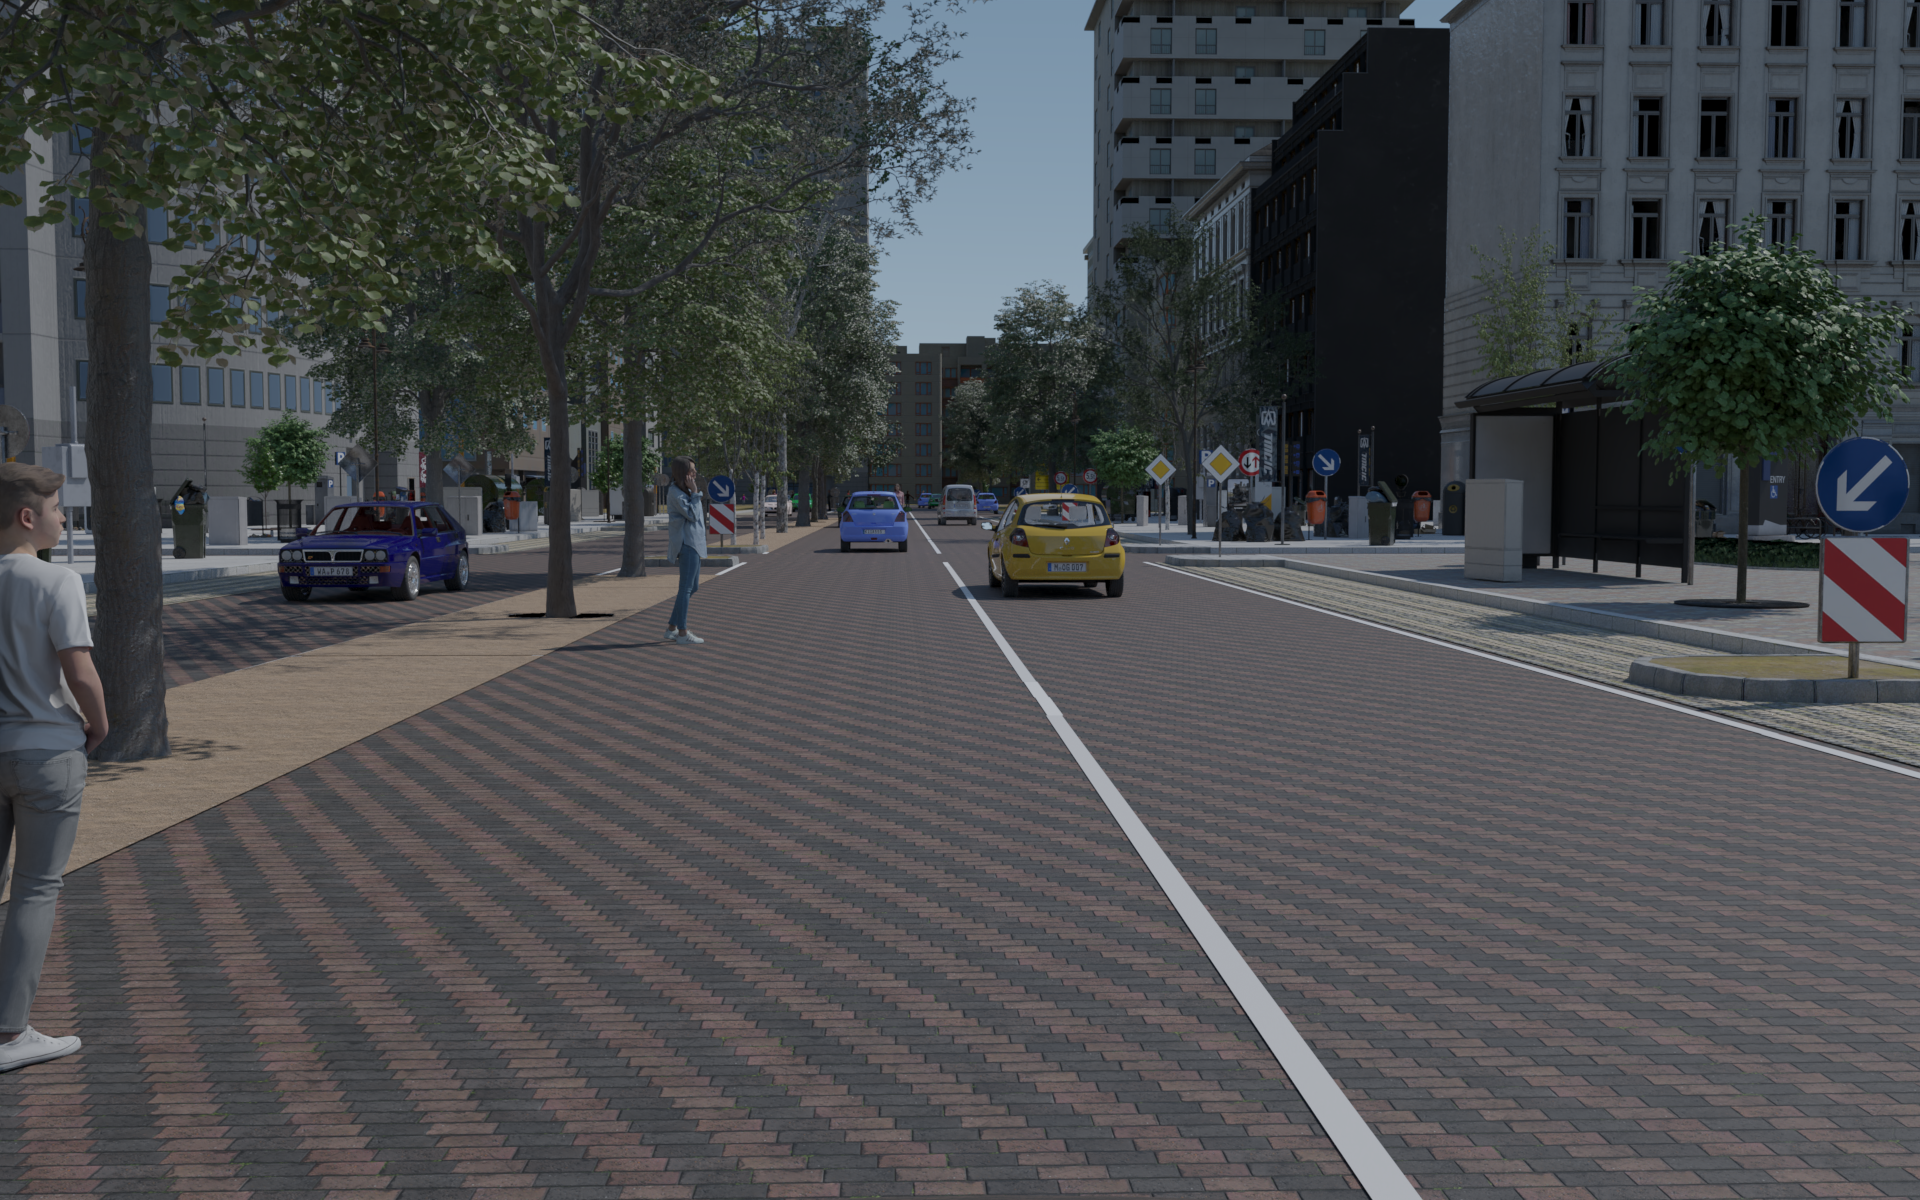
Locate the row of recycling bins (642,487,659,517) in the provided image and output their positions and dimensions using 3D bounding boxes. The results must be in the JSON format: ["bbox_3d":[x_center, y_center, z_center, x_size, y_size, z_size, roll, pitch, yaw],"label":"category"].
[{"bbox_3d":[-20.306,-6.477,113.015,1.069,1.692,3.534,0,4,-3],"label":"row of recycling bins"}]

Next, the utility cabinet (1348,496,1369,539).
[{"bbox_3d":[11.553,-2.384,50.139,0.306,1.237,1.020,2,4,31],"label":"utility cabinet"}]

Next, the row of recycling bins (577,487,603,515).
[{"bbox_3d":[-23.519,-6.026,105.633,3.534,1.692,1.069,0,4,-1],"label":"row of recycling bins"}]

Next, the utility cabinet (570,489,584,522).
[{"bbox_3d":[-17.801,-4.324,79.383,0.318,1.500,1.173,1,4,19],"label":"utility cabinet"}]

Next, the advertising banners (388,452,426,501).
[{"bbox_3d":[-22.528,-4.569,70.883,0.090,3.025,2.074,2,4,32],"label":"advertising banners"}]

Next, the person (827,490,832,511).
[{"bbox_3d":[-11.042,-8.407,146.089,0.705,1.807,1.348,1,4,19],"label":"person"}]

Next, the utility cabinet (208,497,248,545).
[{"bbox_3d":[-18.387,-1.978,43.501,1.020,1.237,0.306,1,4,22],"label":"utility cabinet"}]

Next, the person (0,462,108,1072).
[{"bbox_3d":[-2.422,0.412,4.359,0.503,1.515,0.523,-2,4,-27],"label":"person"}]

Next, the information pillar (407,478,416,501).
[{"bbox_3d":[-24.497,-4.457,77.364,0.304,2.012,0.304,-2,4,-25],"label":"information pillar"}]

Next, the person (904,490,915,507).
[{"bbox_3d":[-4.169,-7.925,138.902,1.217,1.723,0.721,1,4,15],"label":"person"}]

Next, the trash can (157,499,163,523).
[{"bbox_3d":[-25.250,-2.594,54.073,0.748,1.137,0.748,0,3,0],"label":"trash can"}]

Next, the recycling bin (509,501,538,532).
[{"bbox_3d":[-15.038,-2.881,59.656,0.722,1.027,0.722,-3,5,-44],"label":"recycling bin"}]

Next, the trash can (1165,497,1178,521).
[{"bbox_3d":[10.057,-4.302,81.995,0.748,1.137,0.748,0,3,0],"label":"trash can"}]

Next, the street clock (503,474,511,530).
[{"bbox_3d":[-16.128,-3.504,61.859,0.358,2.002,0.471,-1,4,-15],"label":"street clock"}]

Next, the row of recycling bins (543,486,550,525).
[{"bbox_3d":[-16.836,-3.990,72.345,1.069,1.692,3.534,-1,4,-16],"label":"row of recycling bins"}]

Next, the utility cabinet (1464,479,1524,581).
[{"bbox_3d":[7.885,-1.034,25.579,0.318,1.500,1.173,-1,4,-11],"label":"utility cabinet"}]

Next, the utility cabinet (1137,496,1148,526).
[{"bbox_3d":[7.297,-3.551,69.220,0.306,1.237,1.020,1,4,16],"label":"utility cabinet"}]

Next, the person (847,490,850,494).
[{"bbox_3d":[-11.866,-10.796,184.953,0.705,1.831,1.348,0,4,5],"label":"person"}]

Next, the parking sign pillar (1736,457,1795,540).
[{"bbox_3d":[21.494,-3.525,46.110,1.447,3.967,1.447,-2,4,-34],"label":"parking sign pillar"}]

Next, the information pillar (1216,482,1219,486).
[{"bbox_3d":[15.070,-5.951,101.791,0.304,2.012,0.304,3,5,41],"label":"information pillar"}]

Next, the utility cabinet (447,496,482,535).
[{"bbox_3d":[-15.397,-2.608,53.795,1.020,1.237,0.306,1,4,10],"label":"utility cabinet"}]

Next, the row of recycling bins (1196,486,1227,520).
[{"bbox_3d":[13.131,-4.923,87.602,1.069,1.692,3.534,3,4,38],"label":"row of recycling bins"}]

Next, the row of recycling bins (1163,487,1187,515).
[{"bbox_3d":[13.102,-6.015,105.464,1.069,1.692,3.534,1,4,21],"label":"row of recycling bins"}]

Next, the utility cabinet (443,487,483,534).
[{"bbox_3d":[-15.846,-2.847,55.220,1.173,1.500,0.318,-1,4,-9],"label":"utility cabinet"}]

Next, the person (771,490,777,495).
[{"bbox_3d":[-13.194,-6.989,123.494,1.217,1.743,0.721,2,4,29],"label":"person"}]

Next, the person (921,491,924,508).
[{"bbox_3d":[-3.896,-10.481,180.411,0.434,1.755,0.990,1,4,11],"label":"person"}]

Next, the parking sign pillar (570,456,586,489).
[{"bbox_3d":[-25.805,-7.795,115.919,1.447,3.967,1.447,3,5,39],"label":"parking sign pillar"}]

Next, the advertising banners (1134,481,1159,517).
[{"bbox_3d":[10.337,-6.105,95.997,2.074,3.025,0.090,-1,4,-20],"label":"advertising banners"}]

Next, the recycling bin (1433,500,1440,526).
[{"bbox_3d":[19.621,-3.515,70.022,0.722,1.027,0.722,-1,4,-16],"label":"recycling bin"}]

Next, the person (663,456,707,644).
[{"bbox_3d":[-2.647,-0.478,16.573,0.793,1.790,0.793,-3,4,-36],"label":"person"}]

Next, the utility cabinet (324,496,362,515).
[{"bbox_3d":[-20.037,-2.750,56.125,1.020,1.237,0.306,-2,4,-31],"label":"utility cabinet"}]

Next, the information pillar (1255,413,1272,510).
[{"bbox_3d":[8.750,-3.588,50.012,0.504,3.616,0.183,0,4,7],"label":"information pillar"}]

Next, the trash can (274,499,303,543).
[{"bbox_3d":[-17.636,-2.072,45.536,0.748,1.137,0.748,0,3,0],"label":"trash can"}]

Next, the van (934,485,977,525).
[{"bbox_3d":[-0.149,-4.493,80.474,2.013,2.044,4.112,0,4,-4],"label":"van"}]

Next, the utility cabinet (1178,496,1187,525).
[{"bbox_3d":[9.292,-3.671,71.184,0.306,1.237,1.020,-1,4,-17],"label":"utility cabinet"}]

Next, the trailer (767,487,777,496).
[{"bbox_3d":[-16.158,-8.712,149.485,1.471,1.999,3.904,0,4,-4],"label":"trailer"}]

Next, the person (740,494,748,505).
[{"bbox_3d":[-24.445,-11.264,195.893,0.991,1.433,0.599,-3,4,-38],"label":"person"}]

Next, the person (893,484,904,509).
[{"bbox_3d":[-2.405,-3.533,66.279,0.555,1.821,0.388,-1,4,-19],"label":"person"}]

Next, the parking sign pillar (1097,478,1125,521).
[{"bbox_3d":[7.317,-5.844,84.019,1.447,3.967,1.447,1,4,13],"label":"parking sign pillar"}]

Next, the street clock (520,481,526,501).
[{"bbox_3d":[-23.930,-5.517,94.771,0.358,2.002,0.471,1,4,11],"label":"street clock"}]

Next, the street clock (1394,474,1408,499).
[{"bbox_3d":[16.149,-3.600,63.423,0.471,2.002,0.358,1,4,20],"label":"street clock"}]

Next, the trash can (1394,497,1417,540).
[{"bbox_3d":[12.504,-2.280,48.924,0.748,1.137,0.748,0,3,0],"label":"trash can"}]

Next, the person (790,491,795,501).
[{"bbox_3d":[-14.945,-8.860,153.880,0.721,1.766,1.217,-2,4,-23],"label":"person"}]

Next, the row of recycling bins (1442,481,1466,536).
[{"bbox_3d":[16.120,-2.780,52.560,1.069,1.692,3.534,-2,4,-33],"label":"row of recycling bins"}]

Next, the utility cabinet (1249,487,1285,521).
[{"bbox_3d":[9.505,-2.752,53.679,1.173,1.500,0.318,-2,4,-27],"label":"utility cabinet"}]

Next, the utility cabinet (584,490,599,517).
[{"bbox_3d":[-20.845,-5.403,97.021,1.173,1.500,0.318,-2,4,-24],"label":"utility cabinet"}]
